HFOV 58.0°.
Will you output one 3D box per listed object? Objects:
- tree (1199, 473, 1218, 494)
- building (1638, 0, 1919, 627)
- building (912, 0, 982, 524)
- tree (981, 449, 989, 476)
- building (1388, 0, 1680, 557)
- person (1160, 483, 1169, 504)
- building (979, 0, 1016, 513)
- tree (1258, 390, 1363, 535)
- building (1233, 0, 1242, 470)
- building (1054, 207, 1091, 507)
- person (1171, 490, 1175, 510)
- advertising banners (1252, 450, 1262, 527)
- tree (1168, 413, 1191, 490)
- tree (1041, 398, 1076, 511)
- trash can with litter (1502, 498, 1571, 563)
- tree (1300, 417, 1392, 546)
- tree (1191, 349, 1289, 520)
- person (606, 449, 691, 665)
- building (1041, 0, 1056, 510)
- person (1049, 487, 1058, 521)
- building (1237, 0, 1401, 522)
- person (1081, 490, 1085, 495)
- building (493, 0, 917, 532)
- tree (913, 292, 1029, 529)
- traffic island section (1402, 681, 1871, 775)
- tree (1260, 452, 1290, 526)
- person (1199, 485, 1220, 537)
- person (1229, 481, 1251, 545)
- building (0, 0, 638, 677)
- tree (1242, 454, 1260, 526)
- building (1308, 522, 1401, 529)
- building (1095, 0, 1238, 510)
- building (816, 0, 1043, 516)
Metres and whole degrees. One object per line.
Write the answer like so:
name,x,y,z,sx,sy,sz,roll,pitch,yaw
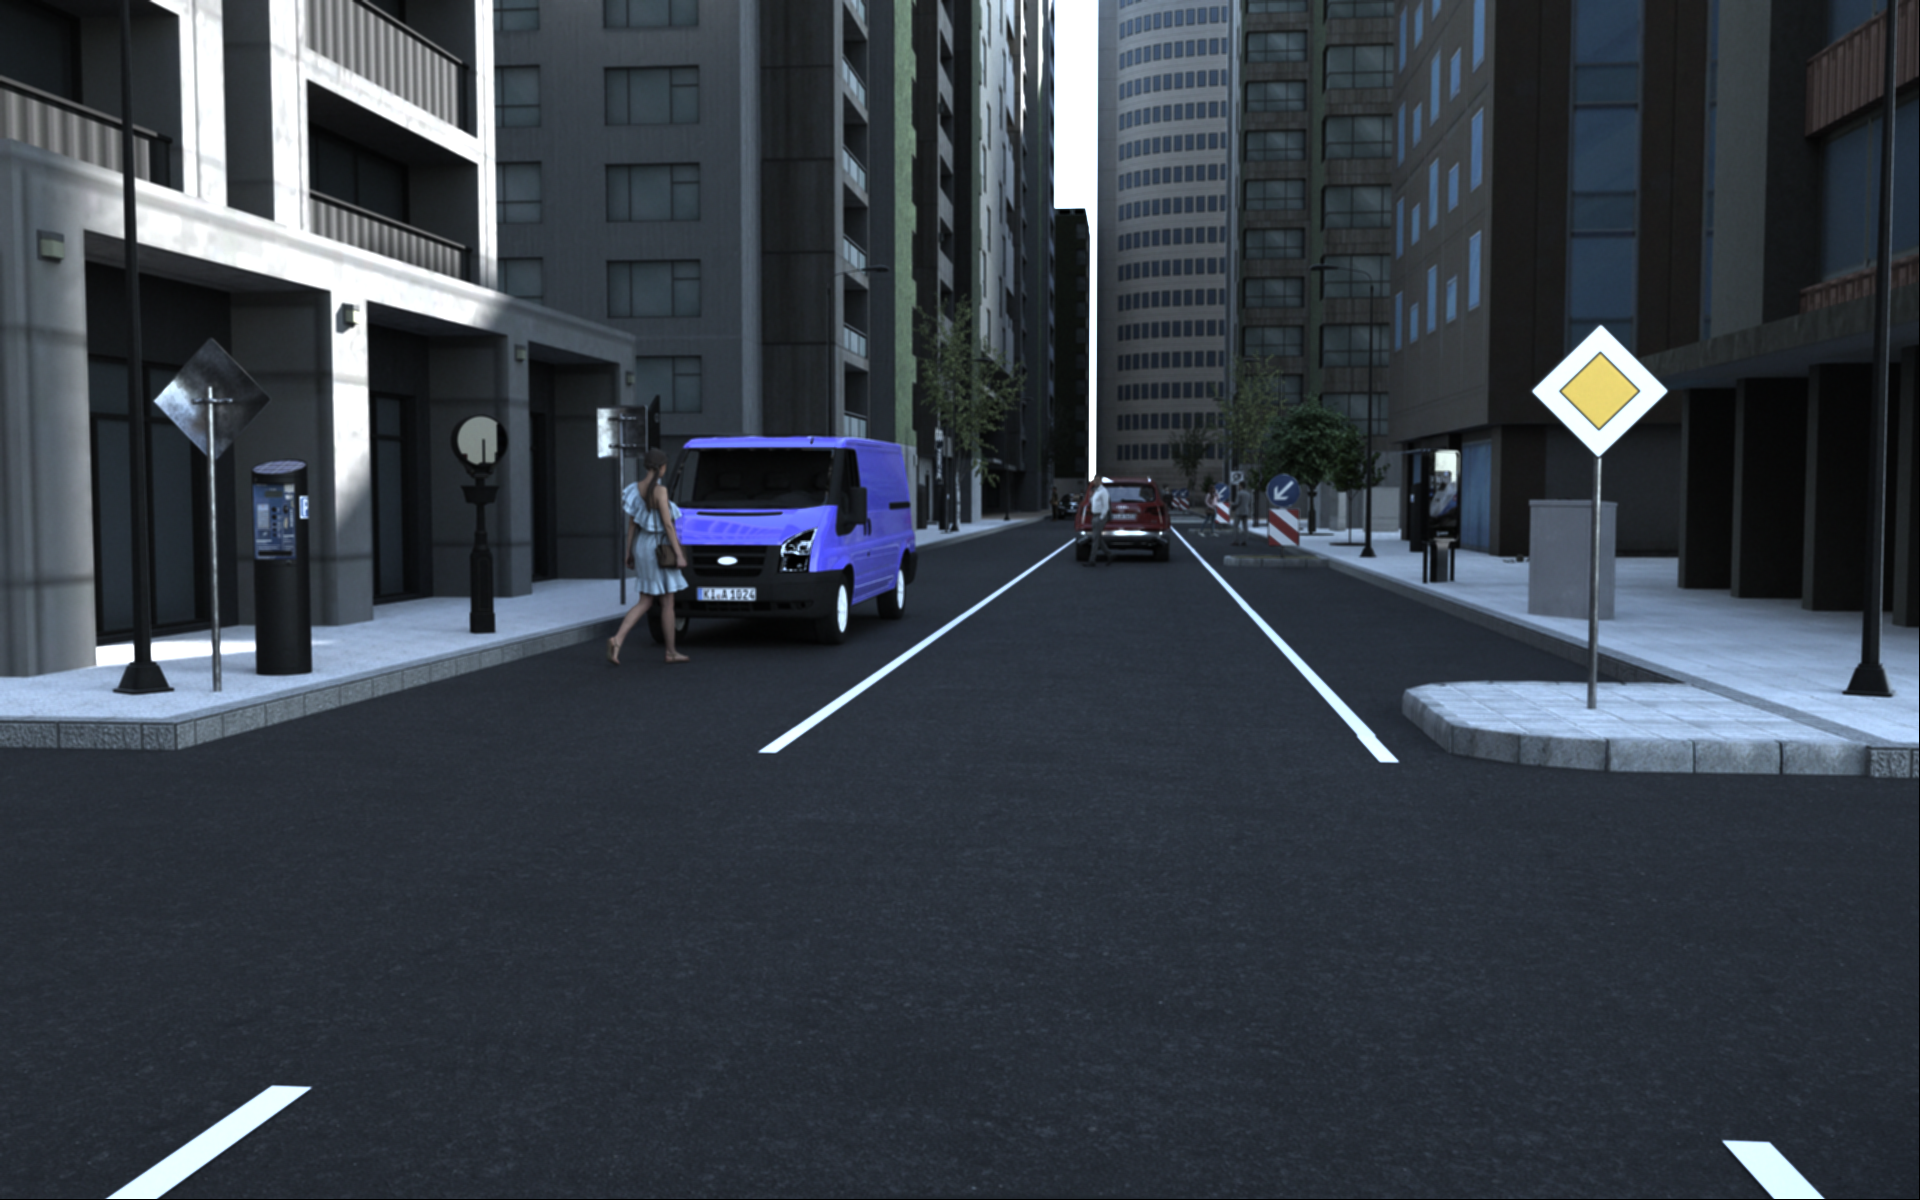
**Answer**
tree,21.075,-9.341,147.328,1.663,3.219,1.824,0,3,0
building,22.773,-22.193,17.484,28.867,44.769,22.147,0,4,6
building,-6.690,-18.502,74.213,14.160,30.474,14.107,0,4,6
tree,-0.305,-6.183,84.811,4.285,4.588,4.351,0,3,0
building,18.228,-23.847,40.012,14.600,45.320,14.200,0,4,6
person,7.878,-3.571,66.687,0.447,1.846,0.655,-1,4,-13
building,-10.980,-31.297,100.948,28.713,52.752,27.495,0,4,6
tree,10.969,-4.326,54.446,4.285,4.588,4.351,0,3,0
building,32.609,-32.186,115.487,28.713,52.752,27.495,0,4,6
building,6.262,-24.803,177.229,14.107,30.474,14.160,0,4,6
person,18.600,-8.740,151.365,0.705,1.831,1.348,2,4,26
advertising banners,11.558,-4.346,67.251,0.090,3.025,2.074,1,4,18
tree,20.574,-12.460,154.089,4.737,8.622,4.395,0,3,0
tree,6.722,-11.108,131.983,4.360,8.622,3.978,0,3,0
trash can with litter,11.141,-1.345,33.051,2.233,1.210,1.678,-2,4,-26
tree,9.669,-2.975,43.235,1.663,3.219,1.824,0,3,0
tree,14.526,-8.349,86.862,4.737,8.622,4.395,0,3,0
person,-2.566,-0.360,14.488,0.778,1.811,0.616,-3,5,-43
building,-5.972,-37.211,150.402,28.212,58.520,21.231,0,4,6
person,5.007,-5.121,92.324,0.705,1.812,1.348,-1,4,-10
building,22.515,-19.855,96.330,14.160,30.474,14.107,0,4,6
person,9.533,-7.608,133.337,0.683,1.767,0.568,0,4,-4
building,-9.172,-22.530,51.968,14.154,41.232,14.086,0,4,6
tree,0.075,-6.903,63.224,4.737,8.622,4.395,0,3,0
traffic island section,3.795,0.729,10.359,2.009,0.180,2.903,0,4,6
tree,11.879,-4.158,62.589,1.663,3.219,1.824,0,3,0
person,8.416,-3.023,58.509,0.643,1.750,0.593,3,4,36
person,7.829,-2.434,48.492,0.606,1.804,0.583,-3,5,-43
building,-15.606,-35.657,21.237,20.563,71.187,20.611,0,4,6
tree,12.634,-4.651,70.650,1.663,3.219,1.824,0,3,0
building,21.025,-18.203,69.326,14.160,30.474,14.107,0,4,6
building,28.186,-38.921,178.351,28.212,58.520,21.231,0,4,6
building,-1.619,-26.796,121.711,14.154,41.232,14.086,0,4,6
